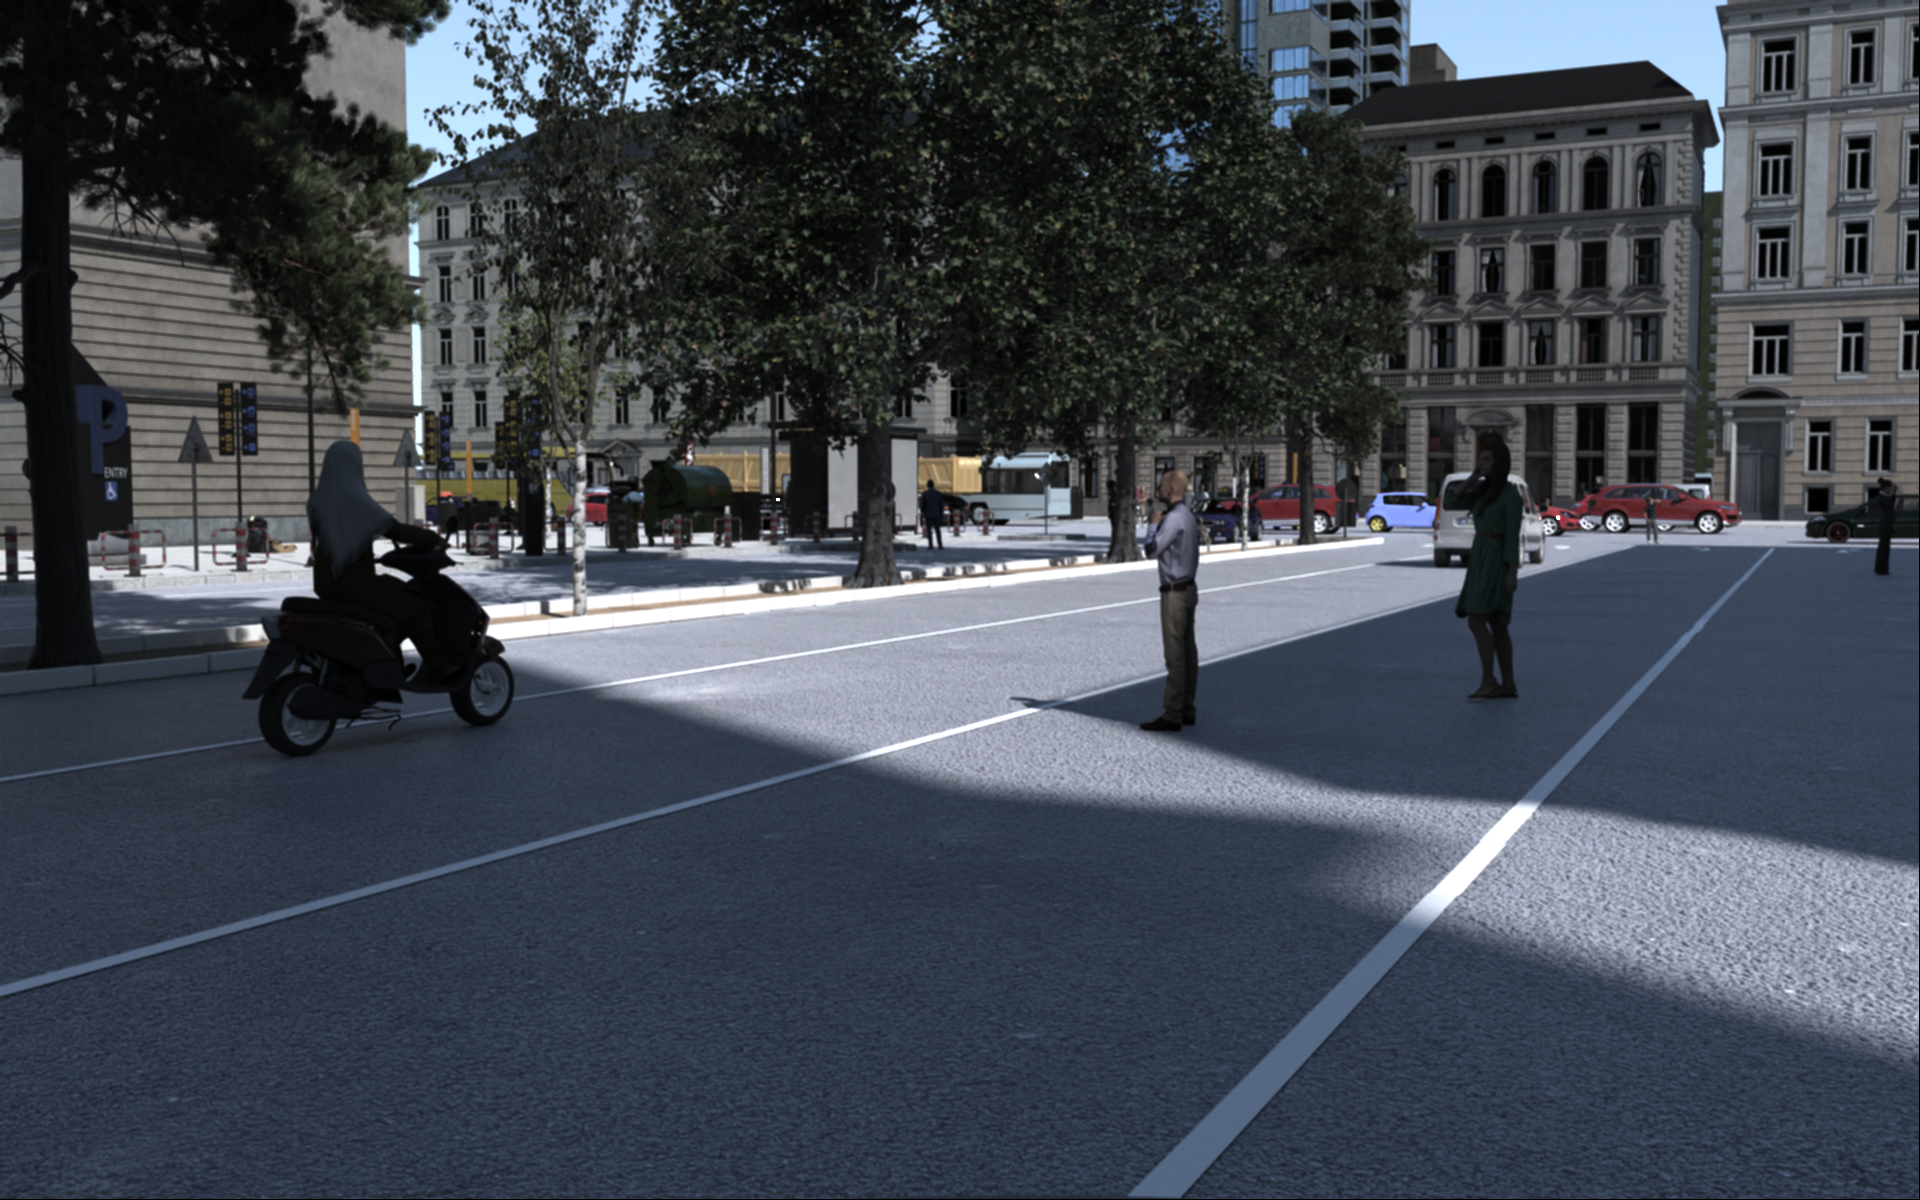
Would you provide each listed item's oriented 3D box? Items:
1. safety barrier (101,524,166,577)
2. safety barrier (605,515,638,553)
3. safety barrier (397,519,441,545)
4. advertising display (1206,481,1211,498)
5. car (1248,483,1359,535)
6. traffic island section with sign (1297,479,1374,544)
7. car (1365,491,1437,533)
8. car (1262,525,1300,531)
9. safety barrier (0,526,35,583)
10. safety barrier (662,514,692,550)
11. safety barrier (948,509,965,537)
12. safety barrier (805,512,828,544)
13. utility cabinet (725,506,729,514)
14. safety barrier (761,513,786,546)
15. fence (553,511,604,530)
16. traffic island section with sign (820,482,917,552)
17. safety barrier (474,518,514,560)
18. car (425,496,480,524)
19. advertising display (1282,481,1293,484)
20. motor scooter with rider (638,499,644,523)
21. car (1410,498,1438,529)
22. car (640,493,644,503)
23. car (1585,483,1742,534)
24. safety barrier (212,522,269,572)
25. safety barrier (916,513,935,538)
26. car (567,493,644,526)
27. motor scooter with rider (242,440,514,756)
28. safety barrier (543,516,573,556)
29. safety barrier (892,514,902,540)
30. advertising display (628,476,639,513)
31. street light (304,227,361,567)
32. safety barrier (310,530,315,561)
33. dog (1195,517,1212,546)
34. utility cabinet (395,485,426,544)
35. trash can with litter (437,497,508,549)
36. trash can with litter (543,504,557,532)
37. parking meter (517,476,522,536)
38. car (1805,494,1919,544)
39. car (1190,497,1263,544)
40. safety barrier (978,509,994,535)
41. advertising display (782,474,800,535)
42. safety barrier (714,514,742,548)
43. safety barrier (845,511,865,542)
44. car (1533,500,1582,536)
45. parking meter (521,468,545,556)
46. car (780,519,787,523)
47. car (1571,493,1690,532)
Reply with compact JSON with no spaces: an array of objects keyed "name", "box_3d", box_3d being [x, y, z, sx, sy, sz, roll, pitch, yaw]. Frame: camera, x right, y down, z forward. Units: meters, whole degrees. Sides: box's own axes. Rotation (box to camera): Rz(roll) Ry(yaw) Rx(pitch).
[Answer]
[{"name":"safety barrier","box_3d":[-12.773,-0.765,26.790,0.300,0.817,1.120,2,4,26]},{"name":"safety barrier","box_3d":[-7.347,-1.431,37.666,0.300,0.817,1.120,2,4,26]},{"name":"safety barrier","box_3d":[-10.064,-1.098,32.229,0.300,0.817,1.120,2,4,26]},{"name":"advertising display","box_3d":[12.062,-4.821,84.042,0.123,1.923,0.974,1,4,15]},{"name":"car","box_3d":[11.729,-3.310,62.785,5.304,1.827,2.281,2,4,25]},{"name":"traffic island section with sign","box_3d":[11.088,-2.591,50.505,2.006,1.907,1.989,2,4,26]},{"name":"car","box_3d":[17.038,-3.368,64.653,3.694,1.707,1.945,2,4,26]},{"name":"car","box_3d":[12.966,-3.628,68.908,1.945,1.707,3.694,2,4,26]},{"name":"safety barrier","box_3d":[-13.678,-0.655,24.980,0.300,0.817,1.120,2,4,26]},{"name":"safety barrier","box_3d":[-6.438,-1.542,39.482,0.300,0.817,1.120,2,4,26]},{"name":"safety barrier","box_3d":[-0.098,-2.318,52.172,0.300,0.817,1.120,2,4,26]},{"name":"safety barrier","box_3d":[-3.719,-1.875,44.927,0.300,0.817,1.120,2,4,26]},{"name":"utility cabinet","box_3d":[-7.849,-2.864,57.990,0.306,1.237,1.020,3,5,43]},{"name":"safety barrier","box_3d":[-4.632,-1.763,43.104,0.300,0.817,1.120,2,4,26]},{"name":"fence","box_3d":[-13.722,-2.838,61.777,2.069,0.683,0.278,1,4,8]},{"name":"traffic island section with sign","box_3d":[-2.193,-2.156,43.883,1.989,1.847,2.006,2,4,26]},{"name":"safety barrier","box_3d":[-9.157,-1.209,34.039,0.300,0.817,1.120,2,4,26]},{"name":"car","box_3d":[-23.433,-4.057,78.911,3.894,1.354,1.945,2,4,27]},{"name":"advertising display","box_3d":[16.857,-5.102,88.629,0.123,1.923,0.974,-2,4,-32]},{"name":"motor scooter with rider","box_3d":[-13.097,-3.849,71.903,1.986,1.779,0.876,2,4,27]},{"name":"car","box_3d":[20.353,-3.834,71.724,4.494,1.783,2.155,2,4,26]},{"name":"car","box_3d":[-17.905,-5.178,94.259,3.694,1.707,1.945,2,4,25]},{"name":"car","box_3d":[25.672,-3.341,63.297,5.304,1.827,2.281,2,4,28]},{"name":"safety barrier","box_3d":[-11.871,-0.876,28.602,0.300,0.817,1.120,2,4,26]},{"name":"safety barrier","box_3d":[-1.005,-2.207,50.363,0.300,0.817,1.120,2,4,26]},{"name":"car","box_3d":[-15.188,-4.117,76.357,4.494,1.783,2.155,2,4,25]},{"name":"motor scooter with rider","box_3d":[-3.295,-0.065,10.028,0.876,1.779,1.986,2,4,28]},{"name":"safety barrier","box_3d":[-8.250,-1.320,35.851,0.300,0.817,1.120,2,4,26]},{"name":"safety barrier","box_3d":[-1.912,-2.096,48.549,0.300,0.817,1.120,2,4,26]},{"name":"advertising display","box_3d":[-11.776,-3.502,62.469,0.123,1.923,0.974,-2,4,-26]},{"name":"street light","box_3d":[-10.954,-3.529,30.237,1.470,5.913,1.316,2,4,26]},{"name":"safety barrier","box_3d":[-10.968,-0.987,30.417,0.300,0.817,1.120,2,4,26]},{"name":"dog","box_3d":[6.482,-1.808,46.402,0.513,0.831,0.800,1,4,18]},{"name":"utility cabinet","box_3d":[-13.967,-2.160,43.988,0.318,1.500,1.173,-3,5,-40]},{"name":"trash can with litter","box_3d":[-11.805,-1.826,40.915,2.233,1.210,1.678,1,4,15]},{"name":"trash can with litter","box_3d":[-14.132,-2.916,59.059,1.055,1.170,0.624,1,4,9]},{"name":"parking meter","box_3d":[-13.401,-2.897,53.071,0.255,1.863,0.399,-2,4,-27]},{"name":"car","box_3d":[26.794,-2.466,50.105,4.222,1.686,2.009,2,4,27]},{"name":"car","box_3d":[7.541,-2.303,50.240,1.945,1.354,3.894,2,4,25]},{"name":"safety barrier","box_3d":[0.805,-2.429,53.990,0.300,0.817,1.120,2,4,26]},{"name":"advertising display","box_3d":[-5.279,-3.007,54.376,0.123,1.923,0.974,-3,4,-39]},{"name":"safety barrier","box_3d":[-5.532,-1.652,41.292,0.300,0.817,1.120,2,4,26]},{"name":"safety barrier","box_3d":[-2.812,-1.985,46.736,0.300,0.817,1.120,2,4,26]},{"name":"car","box_3d":[19.141,-3.108,59.864,4.494,1.783,2.155,2,4,28]},{"name":"parking meter","box_3d":[-8.825,-1.849,35.936,0.399,1.863,0.255,-1,4,-12]},{"name":"car","box_3d":[-9.400,-4.562,87.176,3.894,1.354,1.945,2,4,26]},{"name":"car","box_3d":[26.085,-3.570,67.410,4.494,1.783,2.155,2,4,26]}]
